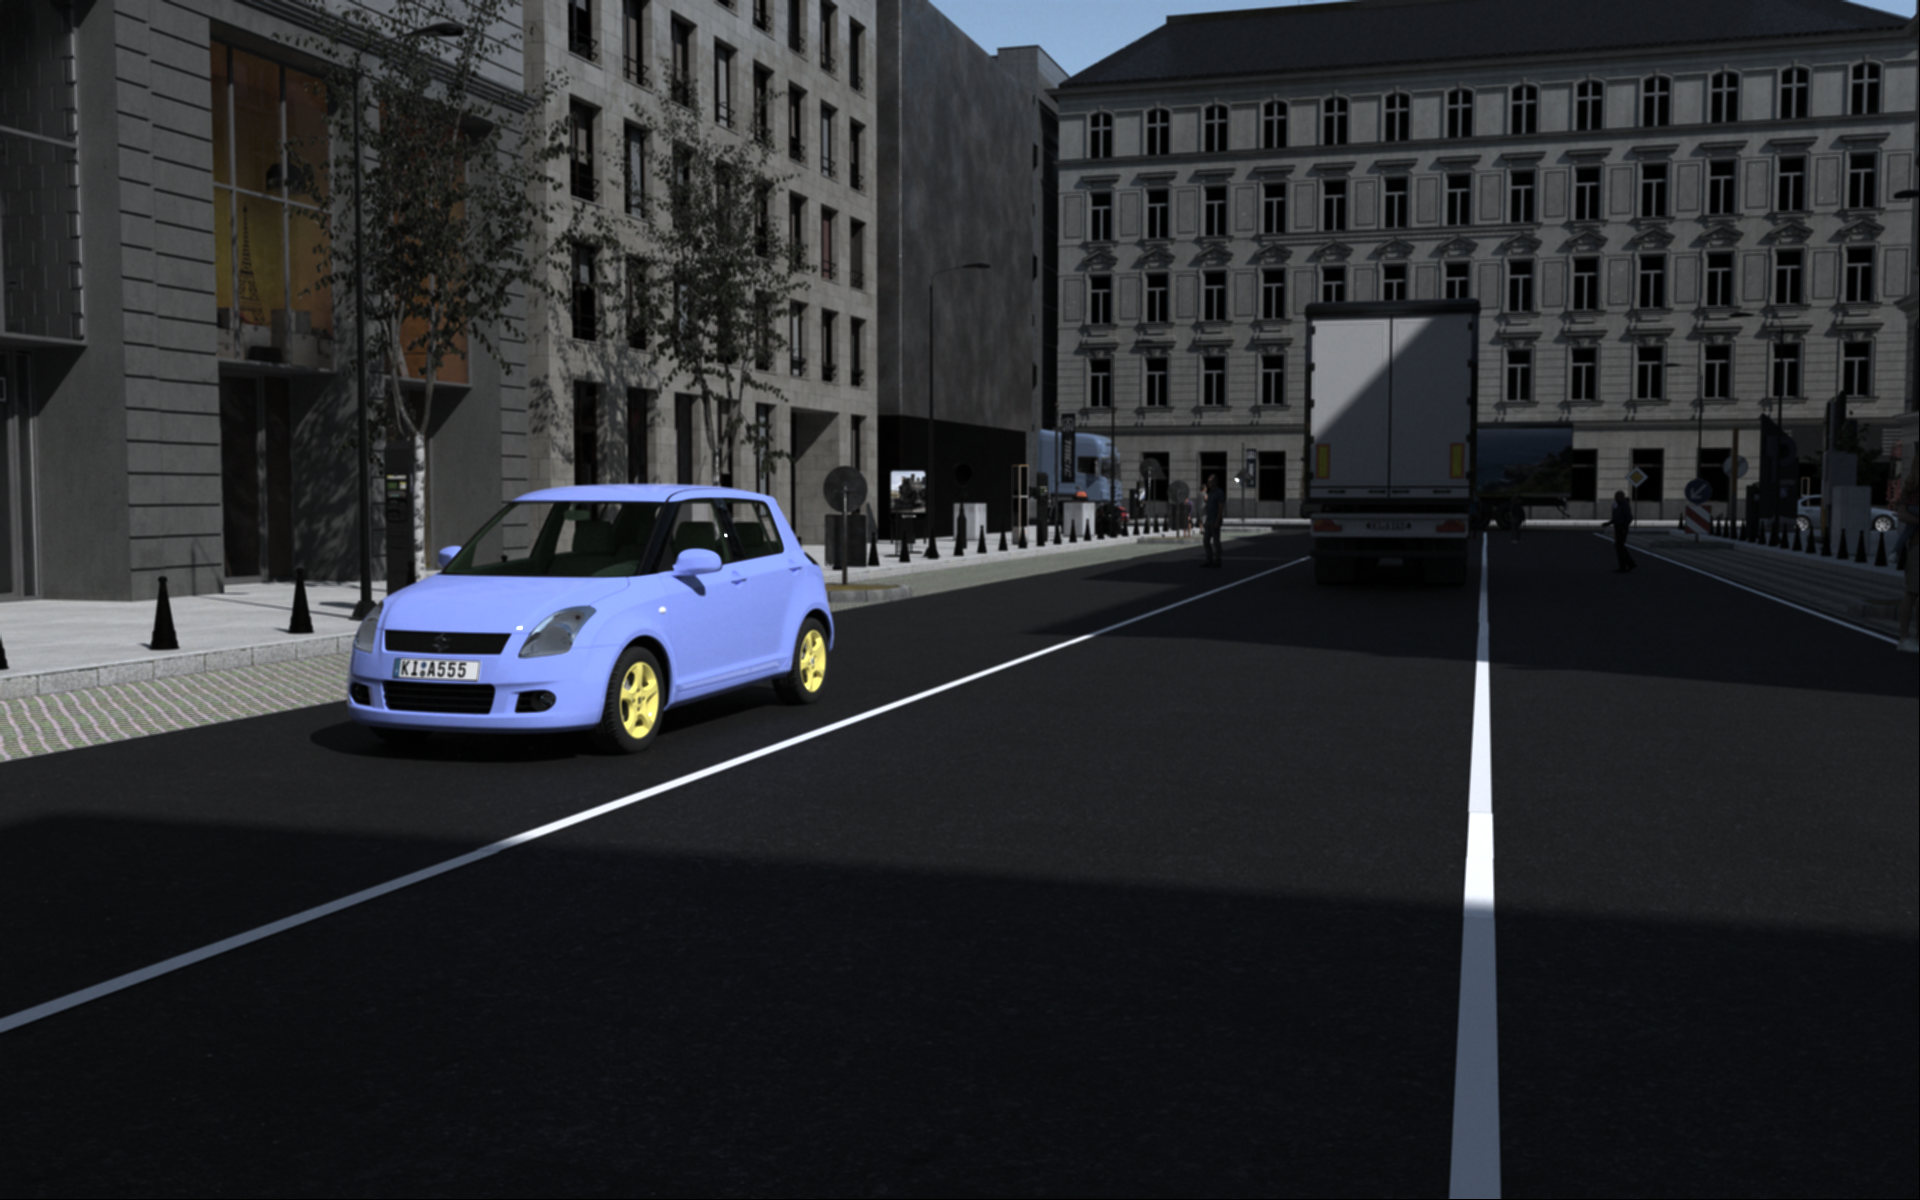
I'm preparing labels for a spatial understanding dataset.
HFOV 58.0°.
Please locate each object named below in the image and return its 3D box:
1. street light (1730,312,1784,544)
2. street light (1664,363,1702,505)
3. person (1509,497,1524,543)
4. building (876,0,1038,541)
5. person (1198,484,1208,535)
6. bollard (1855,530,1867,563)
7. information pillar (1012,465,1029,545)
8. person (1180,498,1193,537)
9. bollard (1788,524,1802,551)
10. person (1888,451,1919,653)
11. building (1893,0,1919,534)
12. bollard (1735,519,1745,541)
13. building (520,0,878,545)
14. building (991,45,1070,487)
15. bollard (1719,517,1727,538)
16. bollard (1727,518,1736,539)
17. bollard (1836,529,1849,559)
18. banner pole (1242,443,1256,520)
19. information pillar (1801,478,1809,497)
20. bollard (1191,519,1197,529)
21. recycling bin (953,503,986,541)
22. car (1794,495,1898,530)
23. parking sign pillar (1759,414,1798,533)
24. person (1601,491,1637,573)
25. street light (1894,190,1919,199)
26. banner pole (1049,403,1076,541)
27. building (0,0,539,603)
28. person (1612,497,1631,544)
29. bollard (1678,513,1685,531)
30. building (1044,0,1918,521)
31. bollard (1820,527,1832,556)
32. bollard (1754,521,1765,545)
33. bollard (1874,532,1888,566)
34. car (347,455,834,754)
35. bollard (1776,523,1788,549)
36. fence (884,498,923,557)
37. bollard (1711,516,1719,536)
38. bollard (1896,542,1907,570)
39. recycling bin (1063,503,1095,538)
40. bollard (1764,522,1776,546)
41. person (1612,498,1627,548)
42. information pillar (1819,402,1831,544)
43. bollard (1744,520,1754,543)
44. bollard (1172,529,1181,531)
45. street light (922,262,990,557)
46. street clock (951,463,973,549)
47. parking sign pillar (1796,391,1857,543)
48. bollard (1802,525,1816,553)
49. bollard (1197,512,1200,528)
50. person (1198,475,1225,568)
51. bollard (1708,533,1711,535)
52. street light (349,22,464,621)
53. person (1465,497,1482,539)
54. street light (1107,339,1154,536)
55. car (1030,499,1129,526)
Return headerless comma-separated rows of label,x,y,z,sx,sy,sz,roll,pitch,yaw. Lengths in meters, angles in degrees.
street light,20.371,-4.389,44.303,1.470,5.913,1.316,1,4,17
street light,25.691,-5.442,61.522,1.470,5.913,1.316,1,4,17
person,16.220,-2.327,50.453,0.340,1.345,0.435,2,4,33
building,-7.184,-11.632,57.634,16.811,18.784,16.820,1,4,17
person,8.657,-3.172,60.715,0.532,1.782,0.716,-2,4,-25
bollard,16.919,-1.007,32.512,0.229,0.601,0.229,0,3,0
information pillar,1.522,-2.402,43.767,0.304,2.012,0.304,-3,4,-38
person,7.134,-2.617,54.517,0.421,1.427,0.697,1,4,14
bollard,18.933,-1.414,39.155,0.229,0.601,0.229,0,3,0
person,8.753,-0.444,15.731,0.573,1.828,0.580,2,4,28
building,30.070,-13.335,37.108,14.460,24.649,34.723,1,4,17
bollard,21.455,-1.921,47.455,0.229,0.601,0.229,0,3,0
building,-9.586,-11.264,38.912,10.420,20.320,16.860,1,4,17
building,-3.684,-17.262,100.249,19.932,24.808,12.078,1,4,17
bollard,22.465,-2.125,50.778,0.229,0.601,0.229,0,3,0
bollard,21.958,-2.023,49.120,0.229,0.601,0.229,0,3,0
bollard,17.423,-1.109,34.170,0.229,0.601,0.229,0,3,0
banner pole,14.008,-5.769,84.348,0.863,3.779,0.401,1,4,11
information pillar,37.624,-4.442,77.125,0.304,2.012,0.304,2,4,30
bollard,8.551,-2.946,64.206,0.229,0.601,0.229,0,3,0
recycling bin,0.272,-2.137,47.499,0.722,1.027,0.722,2,4,23
car,32.771,-3.235,64.893,4.499,1.417,2.014,1,4,18
parking sign pillar,27.517,-4.263,58.178,1.447,3.967,1.447,-1,4,-20
person,12.065,-1.257,31.749,0.600,1.496,0.574,2,4,33
street light,14.952,-3.298,26.465,1.470,5.913,1.316,1,4,17
banner pole,2.827,-3.509,47.390,0.863,3.779,0.401,3,5,40
building,-16.733,-14.595,16.121,11.434,29.767,29.804,1,4,17
person,18.935,-2.272,49.553,0.435,1.345,0.340,-1,4,-18
bollard,25.999,-2.838,62.440,0.229,0.601,0.229,0,3,0
building,27.983,-19.366,93.045,44.131,29.872,17.030,1,4,17
bollard,17.927,-1.210,35.829,0.229,0.601,0.229,0,3,0
bollard,20.446,-1.718,44.138,0.229,0.601,0.229,0,3,0
bollard,16.414,-0.906,30.853,0.229,0.601,0.229,0,3,0
car,-2.187,-0.077,10.845,1.945,1.707,3.694,1,4,19
bollard,19.438,-1.515,40.814,0.229,0.601,0.229,0,3,0
fence,-1.172,-1.540,36.376,0.480,1.192,2.264,0,4,7
bollard,22.966,-2.226,52.438,0.229,0.601,0.229,0,3,0
bollard,15.911,-0.804,29.194,0.229,0.601,0.229,0,3,0
recycling bin,3.547,-2.387,51.585,0.722,1.027,0.722,2,4,33
bollard,19.941,-1.617,42.473,0.229,0.601,0.229,0,3,0
person,17.525,-2.098,46.031,0.421,1.427,0.697,2,4,26
information pillar,22.238,-3.251,44.504,0.183,3.616,0.504,1,4,17
bollard,20.951,-1.820,45.796,0.229,0.601,0.229,0,3,0
bollard,7.533,-2.742,60.869,0.229,0.601,0.229,0,3,0
street light,-0.065,-3.817,34.942,1.470,5.913,1.316,1,4,17
street clock,0.041,-2.206,40.635,0.471,2.002,0.358,-1,4,-21
parking sign pillar,23.248,-3.508,45.825,1.447,3.967,1.447,1,4,10
bollard,18.429,-1.312,37.496,0.229,0.601,0.229,0,3,0
bollard,9.055,-3.048,65.870,0.229,0.601,0.229,0,3,0
person,4.914,-1.540,33.807,0.434,1.807,0.598,0,4,-7
bollard,23.475,-2.328,54.112,0.229,0.601,0.229,0,3,0
street light,-5.545,-2.741,17.353,1.470,5.913,1.316,1,4,17
person,16.355,-2.756,55.438,0.647,1.594,0.662,2,4,27
street light,5.138,-4.872,52.192,1.470,5.913,1.316,1,4,17
car,5.309,-4.161,77.071,4.494,1.783,2.155,1,4,16
